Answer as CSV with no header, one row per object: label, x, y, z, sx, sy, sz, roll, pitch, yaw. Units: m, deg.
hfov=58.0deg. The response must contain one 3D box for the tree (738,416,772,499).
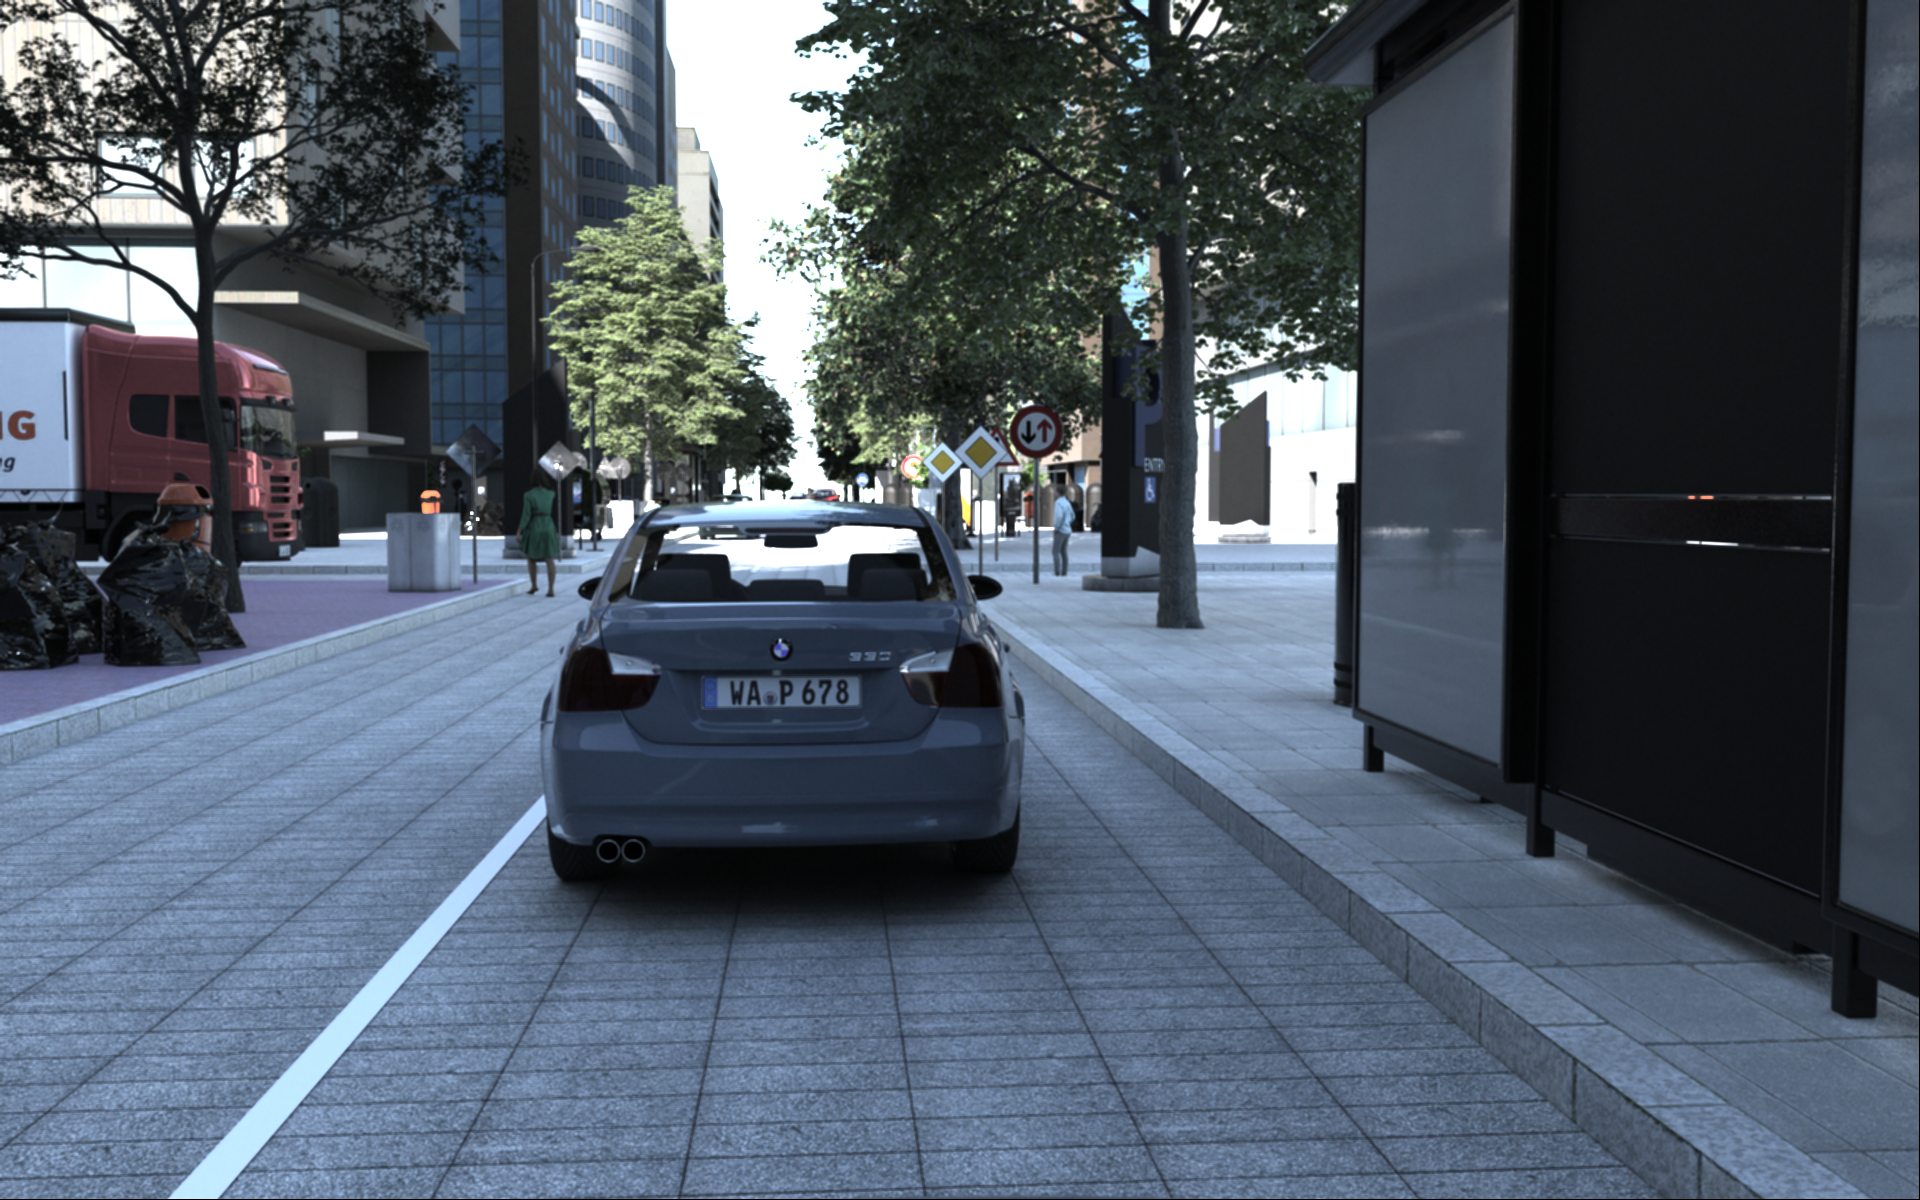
tree,-18.276,-12.249,150.626,4.360,8.622,3.978,0,3,0

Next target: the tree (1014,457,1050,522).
tree,3.243,-5.221,79.967,1.663,3.219,1.824,0,3,0

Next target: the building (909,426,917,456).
building,4.362,-37.409,231.252,23.786,49.044,30.456,0,4,-5

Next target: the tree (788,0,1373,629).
tree,1.800,-5.988,16.037,7.486,12.596,7.792,0,3,0

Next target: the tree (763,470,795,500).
tree,-26.667,-17.115,263.541,4.285,4.588,4.351,0,3,0

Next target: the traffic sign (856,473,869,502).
traffic sign,-6.018,-6.530,106.866,0.768,2.556,0.104,0,4,2

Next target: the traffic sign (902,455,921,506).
traffic sign,-1.539,-3.497,57.284,0.768,2.556,0.104,0,4,-4

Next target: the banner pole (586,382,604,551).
banner pole,-8.211,-2.977,38.694,0.401,3.779,0.863,0,4,-4

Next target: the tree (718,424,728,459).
tree,-20.690,-16.646,182.535,12.009,13.543,11.850,0,3,0

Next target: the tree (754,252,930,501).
tree,-3.392,-10.692,85.187,12.009,13.543,11.850,0,3,0

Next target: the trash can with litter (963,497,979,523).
trash can with litter,0.474,-4.032,77.314,1.055,1.170,0.624,-2,4,-33

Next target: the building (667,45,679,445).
building,-34.516,-31.545,165.870,14.600,45.320,14.200,0,4,-5

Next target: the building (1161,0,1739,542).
building,22.062,-28.577,56.474,27.495,52.752,28.713,0,4,-5

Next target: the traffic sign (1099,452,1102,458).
traffic sign,2.483,-1.565,25.598,0.884,2.594,0.081,0,4,-1

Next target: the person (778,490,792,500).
person,-13.687,-7.697,135.126,1.217,1.735,0.721,1,4,15

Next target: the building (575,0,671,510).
building,-35.981,-36.801,143.692,21.231,58.520,28.212,0,4,-5

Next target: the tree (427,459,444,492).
tree,-24.054,-5.115,78.230,1.663,3.219,1.824,0,3,0

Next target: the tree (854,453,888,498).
tree,-6.639,-9.105,132.577,4.285,4.588,4.351,0,3,0

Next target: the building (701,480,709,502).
building,-46.988,-31.584,208.284,32.217,40.220,23.993,0,4,-5

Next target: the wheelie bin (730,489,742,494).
wheelie bin,-13.782,-6.044,106.732,0.980,1.594,0.693,2,4,30

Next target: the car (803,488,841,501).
car,-8.203,-5.795,103.419,2.281,1.827,5.304,0,4,-7

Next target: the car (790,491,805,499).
car,-20.810,-13.153,223.717,2.281,1.827,5.304,0,4,-6

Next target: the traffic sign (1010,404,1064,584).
traffic sign,1.090,-1.506,24.724,0.768,2.556,0.104,0,4,3

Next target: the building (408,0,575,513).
building,-29.636,-27.388,97.901,14.600,45.320,14.200,0,4,-5

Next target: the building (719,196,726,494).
building,-41.155,-36.653,249.394,14.600,45.320,14.200,0,4,-5

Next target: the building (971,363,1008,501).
building,12.023,-49.663,124.662,22.319,86.520,31.000,0,4,-5

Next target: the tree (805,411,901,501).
tree,-12.244,-17.805,197.764,9.857,13.997,8.962,0,3,0

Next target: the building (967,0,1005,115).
building,9.551,-32.309,151.959,21.300,48.544,21.600,0,4,-5

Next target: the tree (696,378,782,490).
tree,-16.857,-11.995,130.537,7.601,10.594,8.767,1,4,10

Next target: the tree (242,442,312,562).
tree,-13.546,-2.372,33.377,1.663,3.219,1.824,0,3,0

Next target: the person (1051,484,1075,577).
person,1.690,-1.138,28.925,0.330,1.601,0.589,3,5,40

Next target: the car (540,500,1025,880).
car,-0.758,0.259,7.775,2.014,1.417,4.499,0,4,-5

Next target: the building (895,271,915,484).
building,1.365,-38.760,257.422,21.300,48.544,21.600,0,4,-5

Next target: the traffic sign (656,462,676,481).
traffic sign,-11.761,-4.233,69.322,0.768,2.556,0.104,0,4,-1

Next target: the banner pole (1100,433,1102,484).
banner pole,5.902,-4.994,71.676,0.401,3.779,0.863,1,4,22

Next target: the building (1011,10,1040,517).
building,9.629,-25.582,101.858,14.154,41.232,14.086,0,4,-5

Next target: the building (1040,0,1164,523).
building,11.465,-26.275,79.708,14.600,45.320,14.200,0,4,-5

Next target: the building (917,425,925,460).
building,1.700,-32.134,208.981,14.154,41.232,14.086,0,4,-5

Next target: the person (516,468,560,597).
person,-5.877,-0.946,24.217,0.600,1.795,0.529,-3,5,-45

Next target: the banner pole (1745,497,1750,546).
banner pole,15.960,-2.764,35.208,0.401,3.779,0.863,0,4,5

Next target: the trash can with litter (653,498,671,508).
trash can with litter,-9.554,-2.666,54.971,0.624,1.170,1.055,-2,4,-24

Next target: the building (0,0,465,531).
building,-32.861,-28.695,58.405,28.713,52.752,27.495,0,4,-5

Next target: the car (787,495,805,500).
car,-16.370,-9.848,173.594,1.945,1.354,3.894,0,4,-4

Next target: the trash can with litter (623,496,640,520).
trash can with litter,-16.043,-4.500,84.963,1.055,1.170,0.624,2,4,33

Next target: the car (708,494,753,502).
car,-7.308,-2.769,55.065,2.009,1.686,4.222,0,4,-3

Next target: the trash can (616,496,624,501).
trash can,-20.329,-5.654,104.095,0.748,1.137,0.748,0,3,0

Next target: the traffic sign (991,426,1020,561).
traffic sign,0.699,-2.019,33.012,0.884,2.594,0.081,0,4,3

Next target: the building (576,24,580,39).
building,-39.596,-26.004,117.053,32.217,40.220,23.993,0,4,-5

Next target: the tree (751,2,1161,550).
tree,-0.106,-7.515,39.873,9.611,12.733,9.660,0,3,0

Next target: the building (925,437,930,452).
building,4.361,-29.727,169.636,14.154,41.232,14.086,0,4,-5

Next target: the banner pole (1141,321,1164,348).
banner pole,2.723,-2.124,24.741,0.863,3.779,0.401,0,4,-4

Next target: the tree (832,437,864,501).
tree,-10.529,-13.670,173.869,4.737,8.622,4.395,0,3,0

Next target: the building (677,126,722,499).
building,-43.341,-37.156,231.199,21.300,48.544,21.600,0,4,-5

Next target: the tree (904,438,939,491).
tree,-0.792,-3.610,53.627,1.663,3.219,1.824,0,3,0

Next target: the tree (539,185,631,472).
tree,-11.508,-8.898,63.602,7.486,12.596,7.792,0,3,0

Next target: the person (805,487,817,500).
person,-7.155,-4.589,83.895,0.716,1.782,0.532,2,4,28

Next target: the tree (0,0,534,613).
tree,-8.236,-5.135,18.372,7.601,10.594,8.767,-1,4,-20
